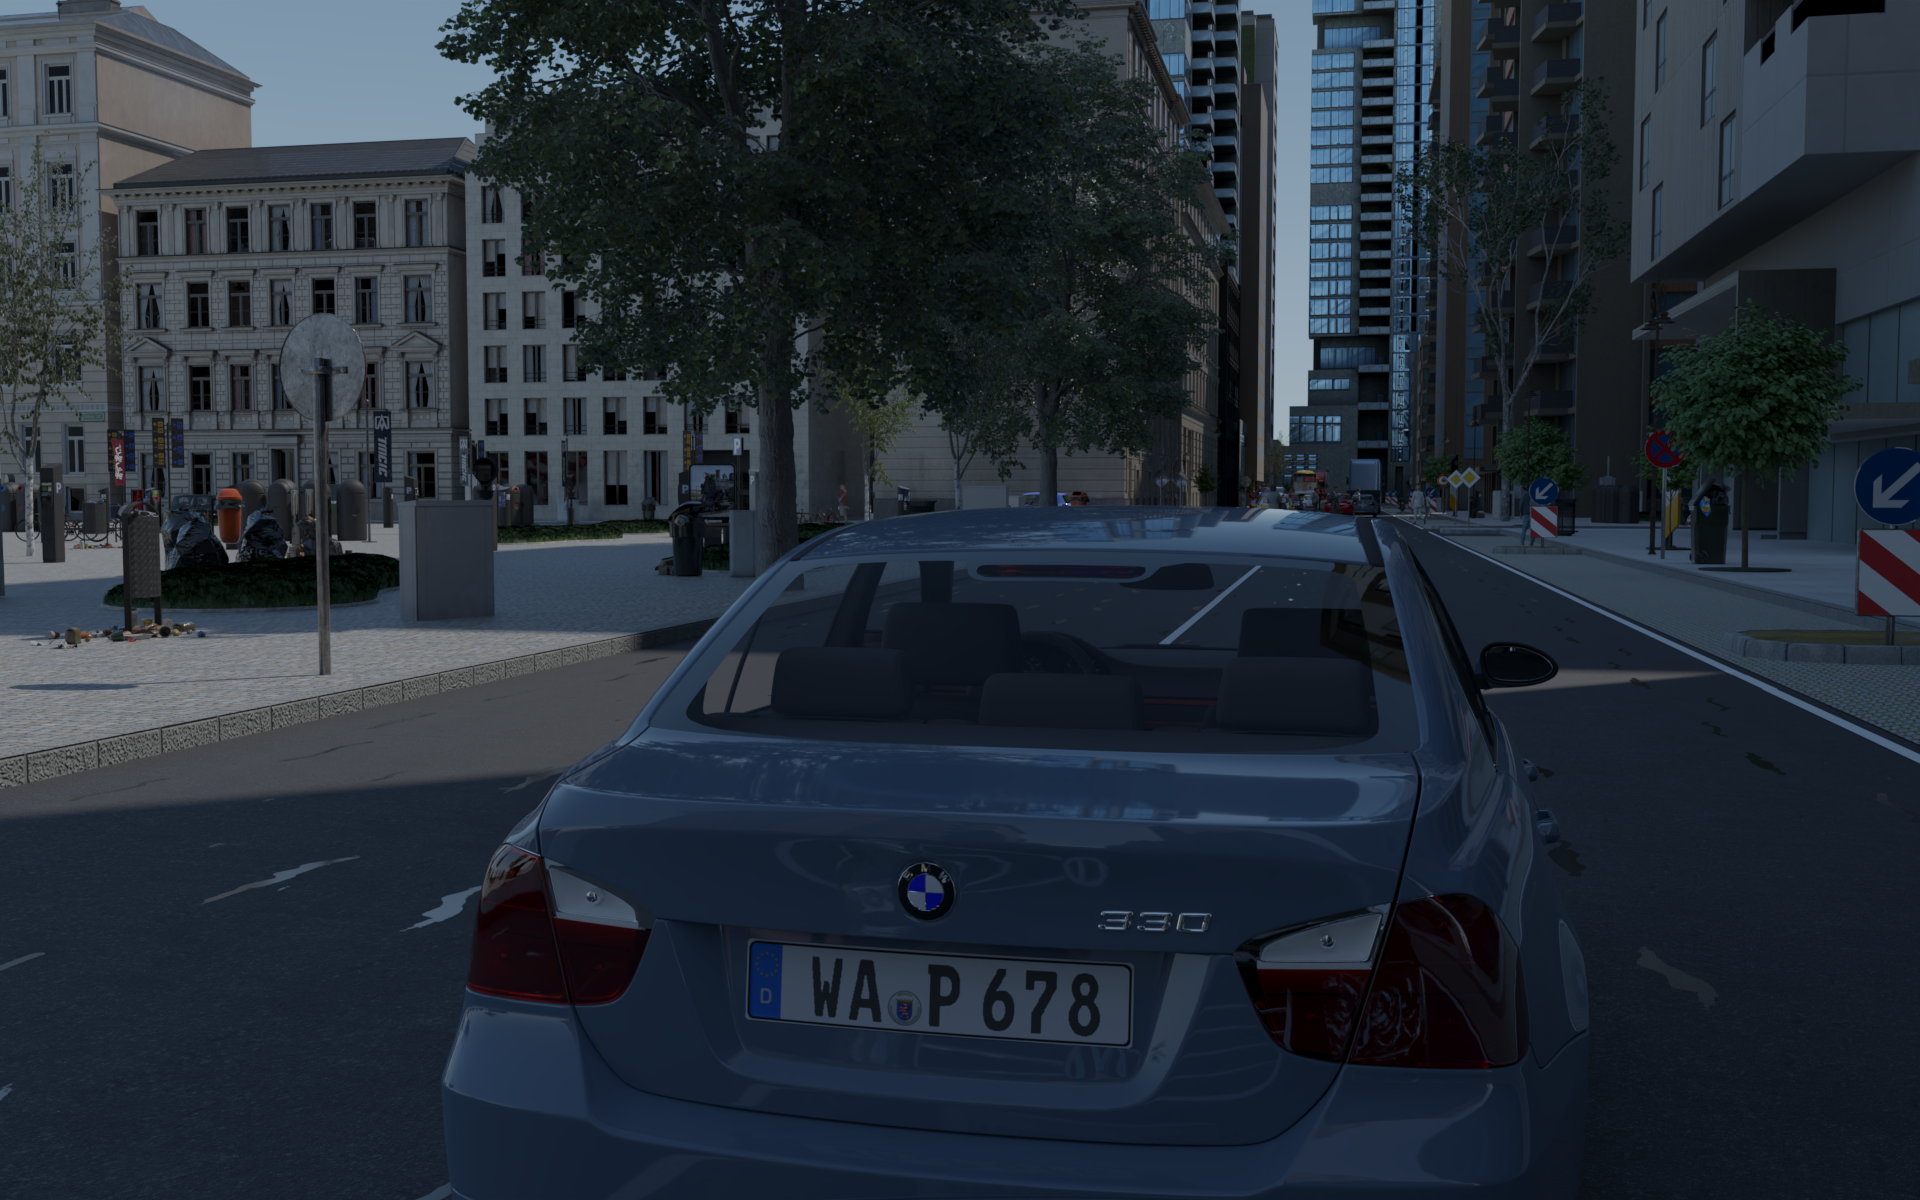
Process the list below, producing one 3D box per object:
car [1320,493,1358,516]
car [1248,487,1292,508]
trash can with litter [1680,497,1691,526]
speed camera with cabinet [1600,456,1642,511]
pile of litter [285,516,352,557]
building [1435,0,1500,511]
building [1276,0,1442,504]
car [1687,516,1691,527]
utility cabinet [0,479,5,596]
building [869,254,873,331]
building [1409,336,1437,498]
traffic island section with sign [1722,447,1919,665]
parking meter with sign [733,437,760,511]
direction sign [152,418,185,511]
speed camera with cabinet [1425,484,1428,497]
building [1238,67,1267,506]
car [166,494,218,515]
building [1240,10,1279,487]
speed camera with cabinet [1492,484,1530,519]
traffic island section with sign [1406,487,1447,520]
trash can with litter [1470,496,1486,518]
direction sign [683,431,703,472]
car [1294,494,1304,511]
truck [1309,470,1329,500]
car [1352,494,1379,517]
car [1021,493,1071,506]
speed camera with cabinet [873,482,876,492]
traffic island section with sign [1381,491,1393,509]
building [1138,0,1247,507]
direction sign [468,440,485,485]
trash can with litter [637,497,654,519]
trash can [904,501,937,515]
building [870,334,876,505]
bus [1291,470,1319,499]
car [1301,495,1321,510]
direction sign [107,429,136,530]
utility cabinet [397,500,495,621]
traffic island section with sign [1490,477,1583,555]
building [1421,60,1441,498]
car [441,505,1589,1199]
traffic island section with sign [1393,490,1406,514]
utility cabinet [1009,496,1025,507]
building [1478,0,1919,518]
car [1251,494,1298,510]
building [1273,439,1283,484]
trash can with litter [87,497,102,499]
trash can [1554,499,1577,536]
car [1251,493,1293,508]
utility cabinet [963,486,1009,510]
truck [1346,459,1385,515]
[{"bbox_3d":[22.124,-5.636,101.195,2.155,1.783,4.494,1,4,14],"label":"car"},{"bbox_3d":[16.626,-5.134,92.618,2.281,1.827,5.304,1,4,14],"label":"car"},{"bbox_3d":[29.642,-3.608,70.372,0.624,1.170,1.055,0,4,0],"label":"trash can with litter"},{"bbox_3d":[34.456,-5.869,90.292,2.038,3.252,0.660,0,4,7],"label":"speed camera with cabinet"},{"bbox_3d":[-12.718,-1.228,34.038,1.719,0.858,1.176,0,4,5],"label":"pile of litter"},{"bbox_3d":[44.885,-29.679,135.359,14.600,45.320,14.200,1,4,13],"label":"building"},{"bbox_3d":[59.690,-56.459,235.771,31.000,86.520,22.319,1,4,13],"label":"building"},{"bbox_3d":[30.493,-3.306,66.413,4.827,1.381,2.083,1,4,14],"label":"car"},{"bbox_3d":[-12.082,-0.747,20.896,0.318,1.500,1.173,1,4,10],"label":"utility cabinet"},{"bbox_3d":[-10.627,-36.595,252.947,28.867,44.769,22.147,1,4,13],"label":"building"},{"bbox_3d":[67.003,-21.750,200.650,27.650,21.520,28.899,1,4,13],"label":"building"},{"bbox_3d":[7.939,-0.412,15.357,1.989,1.847,2.006,1,4,13],"label":"traffic island section with sign"},{"bbox_3d":[-6.133,-3.517,53.763,1.738,3.016,0.543,-2,4,-35],"label":"parking meter with sign"},{"bbox_3d":[-23.538,-3.642,51.546,0.876,3.537,0.379,-3,5,-39],"label":"direction sign"},{"bbox_3d":[35.933,-8.455,132.567,0.660,3.252,2.038,1,4,15],"label":"speed camera with cabinet"},{"bbox_3d":[25.664,-32.839,187.026,14.600,45.320,14.200,1,4,13],"label":"building"},{"bbox_3d":[-33.924,-4.208,78.580,4.222,1.686,2.009,1,4,11],"label":"car"},{"bbox_3d":[24.405,-41.039,212.980,28.212,58.520,21.231,1,4,13],"label":"building"},{"bbox_3d":[28.125,-5.744,88.252,2.038,3.252,0.660,-2,4,-25],"label":"speed camera with cabinet"},{"bbox_3d":[26.128,-5.383,96.646,1.989,1.847,2.006,1,4,13],"label":"traffic island section with sign"},{"bbox_3d":[27.500,-4.932,92.028,0.624,1.170,1.055,-2,4,-29],"label":"trash can with litter"},{"bbox_3d":[-9.592,-4.299,62.283,0.379,3.537,0.876,3,5,43],"label":"direction sign"},{"bbox_3d":[23.504,-6.946,123.357,2.009,1.686,4.222,1,4,13],"label":"car"},{"bbox_3d":[41.508,-13.012,201.658,2.839,4.237,11.283,1,4,14],"label":"truck"},{"bbox_3d":[25.125,-5.873,108.025,2.014,1.417,4.499,1,4,14],"label":"car"},{"bbox_3d":[2.970,-3.773,71.276,3.694,1.707,1.945,1,4,14],"label":"car"},{"bbox_3d":[-5.730,-7.878,123.141,0.660,3.252,2.038,1,4,9],"label":"speed camera with cabinet"},{"bbox_3d":[48.747,-11.568,197.769,1.989,1.847,2.006,1,4,13],"label":"traffic island section with sign"},{"bbox_3d":[16.576,-52.085,164.256,22.319,86.520,31.000,1,4,13],"label":"building"},{"bbox_3d":[-20.272,-4.935,72.690,0.876,3.537,0.379,2,4,29],"label":"direction sign"},{"bbox_3d":[-12.776,-3.617,70.522,0.624,1.170,1.055,2,4,24],"label":"trash can with litter"},{"bbox_3d":[-0.855,-1.583,37.540,0.748,1.137,0.748,0,3,0],"label":"trash can"},{"bbox_3d":[-4.106,-22.778,217.451,28.899,21.520,27.650,1,4,13],"label":"building"},{"bbox_3d":[36.608,-11.769,183.962,2.896,3.916,12.252,1,4,11],"label":"bus"},{"bbox_3d":[31.071,-8.615,153.215,2.083,1.381,4.827,1,4,11],"label":"car"},{"bbox_3d":[-29.332,-4.198,60.641,0.876,3.537,0.379,-1,4,-16],"label":"direction sign"},{"bbox_3d":[-5.310,-0.414,17.923,0.306,1.237,1.020,2,4,33],"label":"utility cabinet"},{"bbox_3d":[13.839,-2.020,41.661,1.989,1.847,2.006,1,4,13],"label":"traffic island section with sign"},{"bbox_3d":[57.685,-31.625,171.696,22.147,44.769,28.867,1,4,13],"label":"building"},{"bbox_3d":[0.472,0.470,4.311,2.014,1.417,4.499,1,4,14],"label":"car"},{"bbox_3d":[32.015,-6.992,122.952,1.989,1.847,2.006,1,4,13],"label":"traffic island section with sign"},{"bbox_3d":[2.067,-3.315,65.359,0.306,1.237,1.020,-2,4,-29],"label":"utility cabinet"},{"bbox_3d":[42.807,-27.479,103.910,22.147,44.769,28.867,1,4,13],"label":"building"},{"bbox_3d":[14.031,-4.092,77.128,2.015,1.641,3.980,1,4,13],"label":"car"},{"bbox_3d":[31.822,-40.180,246.186,27.495,52.752,28.713,1,4,13],"label":"building"},{"bbox_3d":[-20.011,-1.830,40.985,2.233,1.210,1.678,-3,5,-40],"label":"trash can with litter"},{"bbox_3d":[18.476,-2.524,52.917,0.748,1.137,0.748,0,3,0],"label":"trash can"},{"bbox_3d":[14.686,-4.396,81.460,1.945,1.707,3.694,1,4,12],"label":"car"},{"bbox_3d":[0.675,-2.235,45.223,1.173,1.500,0.318,1,4,15],"label":"utility cabinet"},{"bbox_3d":[29.803,-8.463,128.122,2.967,4.110,18.799,1,4,14],"label":"truck"}]
